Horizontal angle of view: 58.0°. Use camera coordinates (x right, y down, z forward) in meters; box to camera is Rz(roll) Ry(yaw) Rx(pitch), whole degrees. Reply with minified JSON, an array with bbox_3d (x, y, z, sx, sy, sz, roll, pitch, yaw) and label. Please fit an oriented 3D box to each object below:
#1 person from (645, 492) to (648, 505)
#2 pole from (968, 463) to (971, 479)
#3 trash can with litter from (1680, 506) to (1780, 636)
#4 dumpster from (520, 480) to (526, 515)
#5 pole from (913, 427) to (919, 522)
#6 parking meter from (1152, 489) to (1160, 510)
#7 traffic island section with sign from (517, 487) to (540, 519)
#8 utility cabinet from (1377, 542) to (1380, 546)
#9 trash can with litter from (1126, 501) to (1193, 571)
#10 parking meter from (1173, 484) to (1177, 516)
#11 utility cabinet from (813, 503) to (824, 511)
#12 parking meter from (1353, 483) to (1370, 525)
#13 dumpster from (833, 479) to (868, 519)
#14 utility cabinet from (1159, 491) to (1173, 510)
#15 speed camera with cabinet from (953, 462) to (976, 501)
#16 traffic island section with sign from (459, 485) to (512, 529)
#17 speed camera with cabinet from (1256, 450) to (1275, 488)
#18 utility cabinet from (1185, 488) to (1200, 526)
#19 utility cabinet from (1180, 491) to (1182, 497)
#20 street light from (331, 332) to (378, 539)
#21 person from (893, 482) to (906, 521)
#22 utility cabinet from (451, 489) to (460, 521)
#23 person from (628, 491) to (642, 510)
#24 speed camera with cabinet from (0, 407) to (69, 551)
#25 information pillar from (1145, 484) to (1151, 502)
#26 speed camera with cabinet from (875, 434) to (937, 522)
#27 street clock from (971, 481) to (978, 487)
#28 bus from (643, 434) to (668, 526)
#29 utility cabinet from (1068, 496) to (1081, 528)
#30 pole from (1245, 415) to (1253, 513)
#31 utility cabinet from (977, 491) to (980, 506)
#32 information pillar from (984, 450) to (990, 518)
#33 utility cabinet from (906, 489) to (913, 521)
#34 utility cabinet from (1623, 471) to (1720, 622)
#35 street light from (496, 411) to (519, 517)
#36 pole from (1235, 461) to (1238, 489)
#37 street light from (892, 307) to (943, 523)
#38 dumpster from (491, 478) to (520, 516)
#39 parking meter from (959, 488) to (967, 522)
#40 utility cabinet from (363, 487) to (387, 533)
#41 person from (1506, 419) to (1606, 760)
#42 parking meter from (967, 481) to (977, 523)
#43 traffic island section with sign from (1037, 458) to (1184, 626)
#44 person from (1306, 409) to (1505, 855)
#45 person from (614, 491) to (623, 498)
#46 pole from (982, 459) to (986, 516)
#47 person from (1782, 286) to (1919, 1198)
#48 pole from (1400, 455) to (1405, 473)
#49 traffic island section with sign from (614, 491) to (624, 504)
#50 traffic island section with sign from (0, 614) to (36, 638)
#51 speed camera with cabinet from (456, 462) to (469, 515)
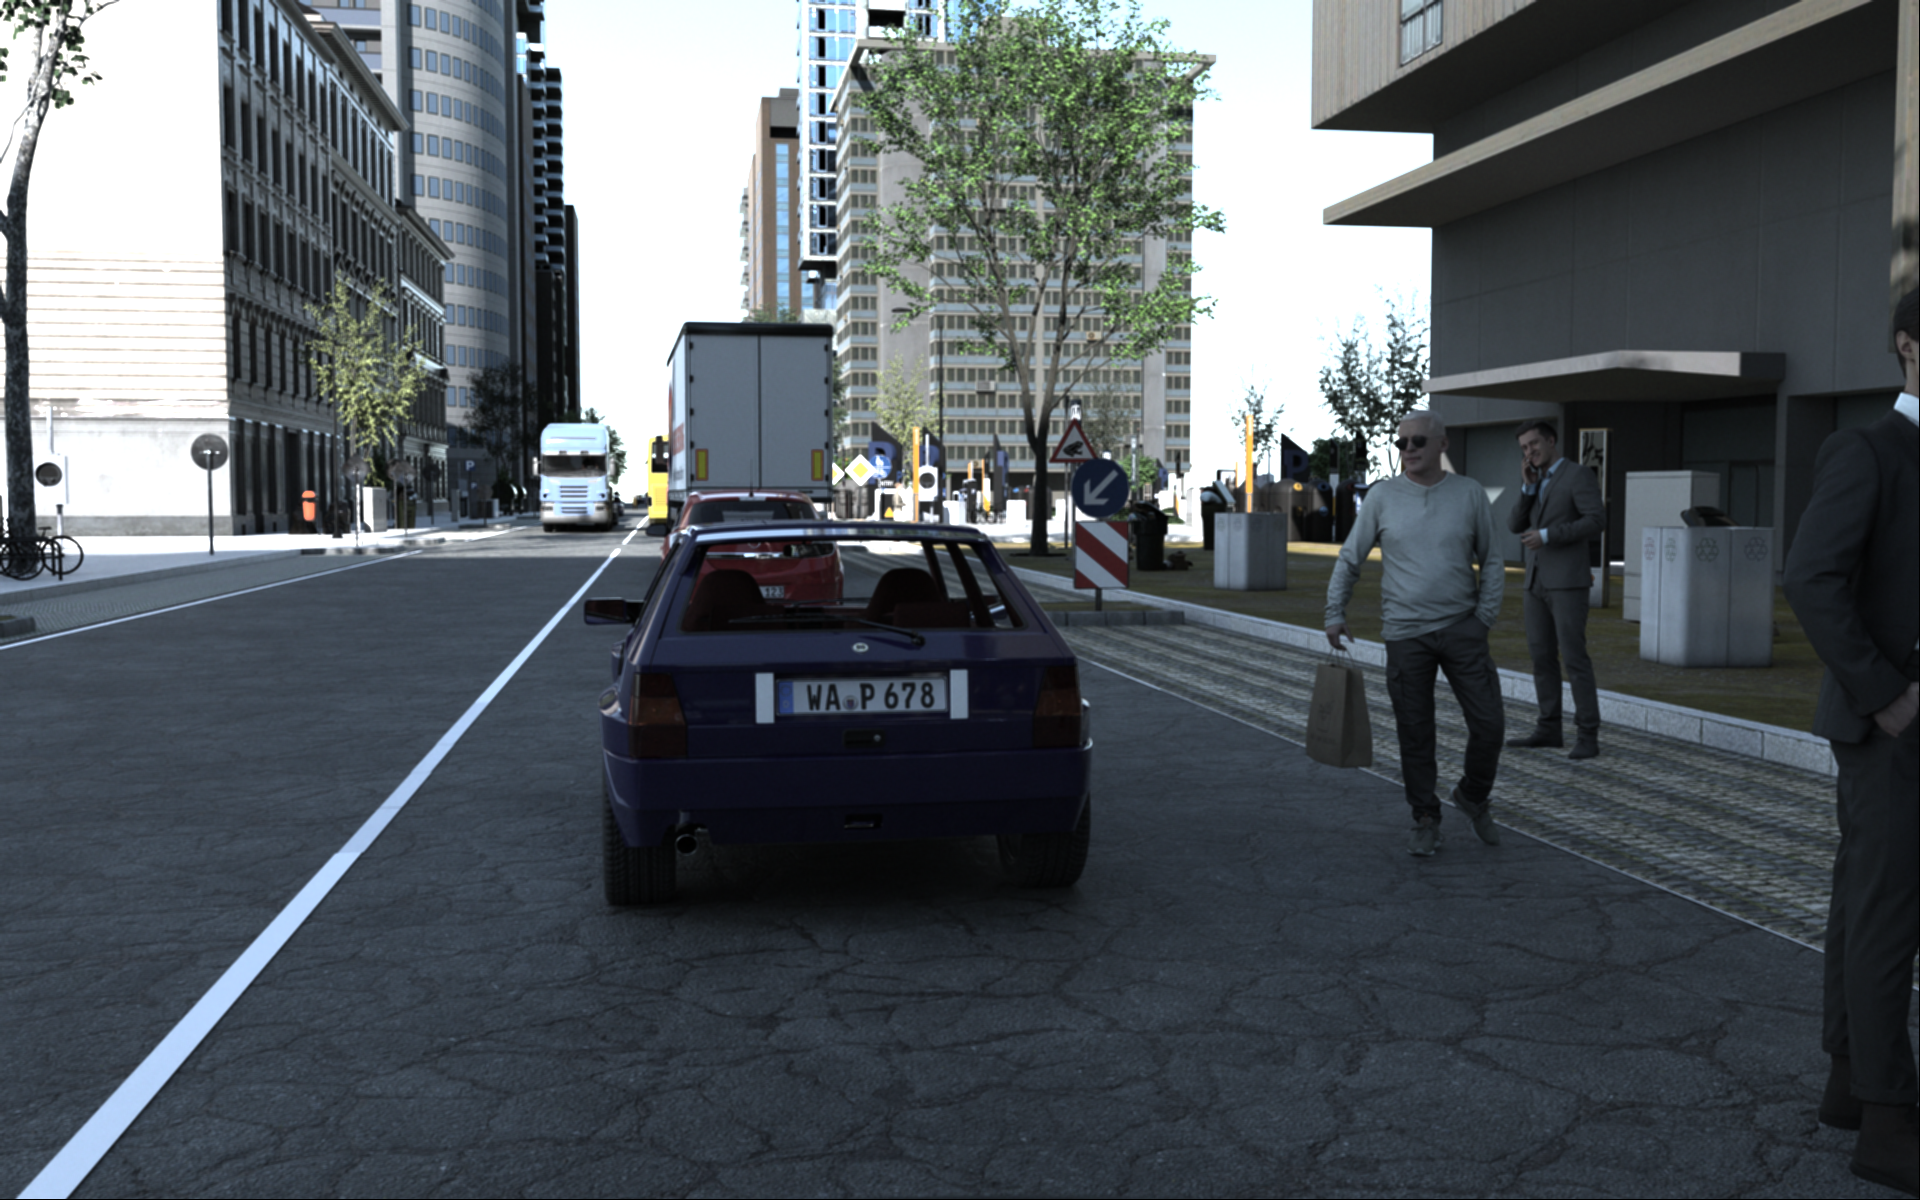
[{"bbox_3d":[-40.361,-13.088,223.158,0.621,1.740,0.551,-2,4,-25],"label":"person"},{"bbox_3d":[0.654,-7.367,114.291,0.158,3.312,0.155,0,3,0],"label":"pole"},{"bbox_3d":[6.835,-0.239,15.295,0.624,1.170,1.055,-1,4,-12],"label":"trash can with litter"},{"bbox_3d":[-28.061,-6.497,108.725,1.502,2.255,1.985,-1,4,-10],"label":"dumpster"},{"bbox_3d":[-1.346,-3.618,53.005,0.158,3.312,0.155,0,3,0],"label":"pole"},{"bbox_3d":[9.244,-4.486,81.762,0.372,1.533,0.369,0,3,0],"label":"parking meter"},{"bbox_3d":[-24.310,-5.537,99.163,1.989,1.847,2.006,-1,4,-10],"label":"traffic island section with sign"},{"bbox_3d":[10.718,-1.919,42.546,0.306,1.237,1.020,-2,4,-33],"label":"utility cabinet"},{"bbox_3d":[3.369,-1.088,29.181,1.055,1.170,0.624,-2,4,-29],"label":"trash can with litter"},{"bbox_3d":[12.602,-5.825,100.950,0.255,1.863,0.399,1,4,21],"label":"parking meter"},{"bbox_3d":[-6.888,-4.317,81.744,1.020,1.237,0.306,2,4,29],"label":"utility cabinet"},{"bbox_3d":[9.460,-1.982,40.811,0.372,1.533,0.369,0,3,0],"label":"parking meter"},{"bbox_3d":[-4.141,-3.699,66.235,1.264,1.857,1.865,-1,4,-10],"label":"dumpster"},{"bbox_3d":[13.660,-6.520,115.273,1.173,1.500,0.318,-2,4,-24],"label":"utility cabinet"},{"bbox_3d":[0.264,-6.880,106.831,0.660,3.252,2.038,-2,4,-27],"label":"speed camera with cabinet"},{"bbox_3d":[-19.758,-3.885,72.143,1.989,1.847,2.006,-1,4,-10],"label":"traffic island section with sign"},{"bbox_3d":[14.299,-5.164,78.772,2.038,3.252,0.660,-3,5,-44],"label":"speed camera with cabinet"},{"bbox_3d":[9.301,-3.697,69.121,0.318,1.500,1.173,0,4,-7],"label":"utility cabinet"},{"bbox_3d":[15.333,-6.946,122.253,0.318,1.500,1.173,2,4,28],"label":"utility cabinet"},{"bbox_3d":[-17.392,-4.724,49.778,1.470,5.913,1.316,-1,4,-10],"label":"street light"},{"bbox_3d":[-1.684,-2.400,48.282,0.362,1.759,0.519,-1,4,-9],"label":"person"},{"bbox_3d":[-23.435,-4.392,80.493,0.318,1.500,1.173,-1,4,-11],"label":"utility cabinet"},{"bbox_3d":[-29.344,-8.999,156.361,1.217,1.736,0.721,0,4,-3],"label":"person"},{"bbox_3d":[-21.310,-2.739,39.113,2.038,3.252,0.660,-1,4,-19],"label":"speed camera with cabinet"},{"bbox_3d":[13.026,-7.084,120.312,0.304,2.012,0.304,-3,5,-43],"label":"information pillar"},{"bbox_3d":[-1.768,-3.846,57.220,2.038,3.252,0.660,0,4,0],"label":"speed camera with cabinet"},{"bbox_3d":[0.694,-5.380,92.541,0.471,2.002,0.358,-3,4,-36],"label":"street clock"},{"bbox_3d":[-11.209,-4.753,69.252,2.896,3.916,12.252,-1,4,-10],"label":"bus"},{"bbox_3d":[4.258,-3.286,64.892,0.306,1.237,1.020,-1,4,-15],"label":"utility cabinet"},{"bbox_3d":[7.483,-3.122,44.880,0.158,3.312,0.155,0,3,0],"label":"pole"},{"bbox_3d":[1.055,-7.351,128.866,0.318,1.500,1.173,-2,4,-34],"label":"utility cabinet"},{"bbox_3d":[1.447,-6.232,93.249,0.183,3.616,0.504,-2,4,-29],"label":"information pillar"},{"bbox_3d":[-2.170,-4.458,81.560,0.318,1.500,1.173,-3,5,-42],"label":"utility cabinet"},{"bbox_3d":[6.922,-0.501,16.865,0.318,1.500,1.173,-1,4,-8],"label":"utility cabinet"},{"bbox_3d":[-25.345,-7.607,96.916,1.470,5.913,1.316,-1,4,-10],"label":"street light"},{"bbox_3d":[17.045,-6.911,106.830,0.158,3.312,0.155,0,3,0],"label":"pole"},{"bbox_3d":[-1.010,-4.329,43.325,1.470,5.913,1.316,-1,4,-10],"label":"street light"},{"bbox_3d":[-26.851,-6.070,101.732,1.502,2.255,1.985,-1,4,-10],"label":"dumpster"},{"bbox_3d":[0.135,-4.270,78.231,0.372,1.533,0.369,0,3,0],"label":"parking meter"},{"bbox_3d":[-19.339,-2.976,57.333,0.318,1.500,1.173,0,4,4],"label":"utility cabinet"},{"bbox_3d":[3.258,-0.076,9.549,0.447,1.846,0.655,-1,4,-21],"label":"person"},{"bbox_3d":[0.543,-4.381,77.341,0.399,1.863,0.255,-2,4,-31],"label":"parking meter"},{"bbox_3d":[1.297,-0.671,19.595,1.989,1.847,2.006,-1,4,-10],"label":"traffic island section with sign"},{"bbox_3d":[1.797,0.123,6.969,0.782,1.767,0.515,1,4,11],"label":"person"},{"bbox_3d":[-32.281,-9.434,163.266,1.217,1.766,0.721,1,4,8],"label":"person"},{"bbox_3d":[1.398,-6.536,100.703,0.158,3.312,0.155,0,3,0],"label":"pole"},{"bbox_3d":[2.110,0.252,3.742,0.474,1.900,0.648,3,5,44],"label":"person"},{"bbox_3d":[15.977,-4.200,62.514,0.158,3.312,0.155,0,3,0],"label":"pole"},{"bbox_3d":[-50.771,-15.131,256.016,1.989,1.847,2.006,-1,4,-10],"label":"traffic island section with sign"},{"bbox_3d":[-10.515,-0.533,17.345,1.989,1.847,2.006,-1,4,-10],"label":"traffic island section with sign"},{"bbox_3d":[-30.019,-6.754,104.766,0.660,3.252,2.038,-2,4,-24],"label":"speed camera with cabinet"}]
